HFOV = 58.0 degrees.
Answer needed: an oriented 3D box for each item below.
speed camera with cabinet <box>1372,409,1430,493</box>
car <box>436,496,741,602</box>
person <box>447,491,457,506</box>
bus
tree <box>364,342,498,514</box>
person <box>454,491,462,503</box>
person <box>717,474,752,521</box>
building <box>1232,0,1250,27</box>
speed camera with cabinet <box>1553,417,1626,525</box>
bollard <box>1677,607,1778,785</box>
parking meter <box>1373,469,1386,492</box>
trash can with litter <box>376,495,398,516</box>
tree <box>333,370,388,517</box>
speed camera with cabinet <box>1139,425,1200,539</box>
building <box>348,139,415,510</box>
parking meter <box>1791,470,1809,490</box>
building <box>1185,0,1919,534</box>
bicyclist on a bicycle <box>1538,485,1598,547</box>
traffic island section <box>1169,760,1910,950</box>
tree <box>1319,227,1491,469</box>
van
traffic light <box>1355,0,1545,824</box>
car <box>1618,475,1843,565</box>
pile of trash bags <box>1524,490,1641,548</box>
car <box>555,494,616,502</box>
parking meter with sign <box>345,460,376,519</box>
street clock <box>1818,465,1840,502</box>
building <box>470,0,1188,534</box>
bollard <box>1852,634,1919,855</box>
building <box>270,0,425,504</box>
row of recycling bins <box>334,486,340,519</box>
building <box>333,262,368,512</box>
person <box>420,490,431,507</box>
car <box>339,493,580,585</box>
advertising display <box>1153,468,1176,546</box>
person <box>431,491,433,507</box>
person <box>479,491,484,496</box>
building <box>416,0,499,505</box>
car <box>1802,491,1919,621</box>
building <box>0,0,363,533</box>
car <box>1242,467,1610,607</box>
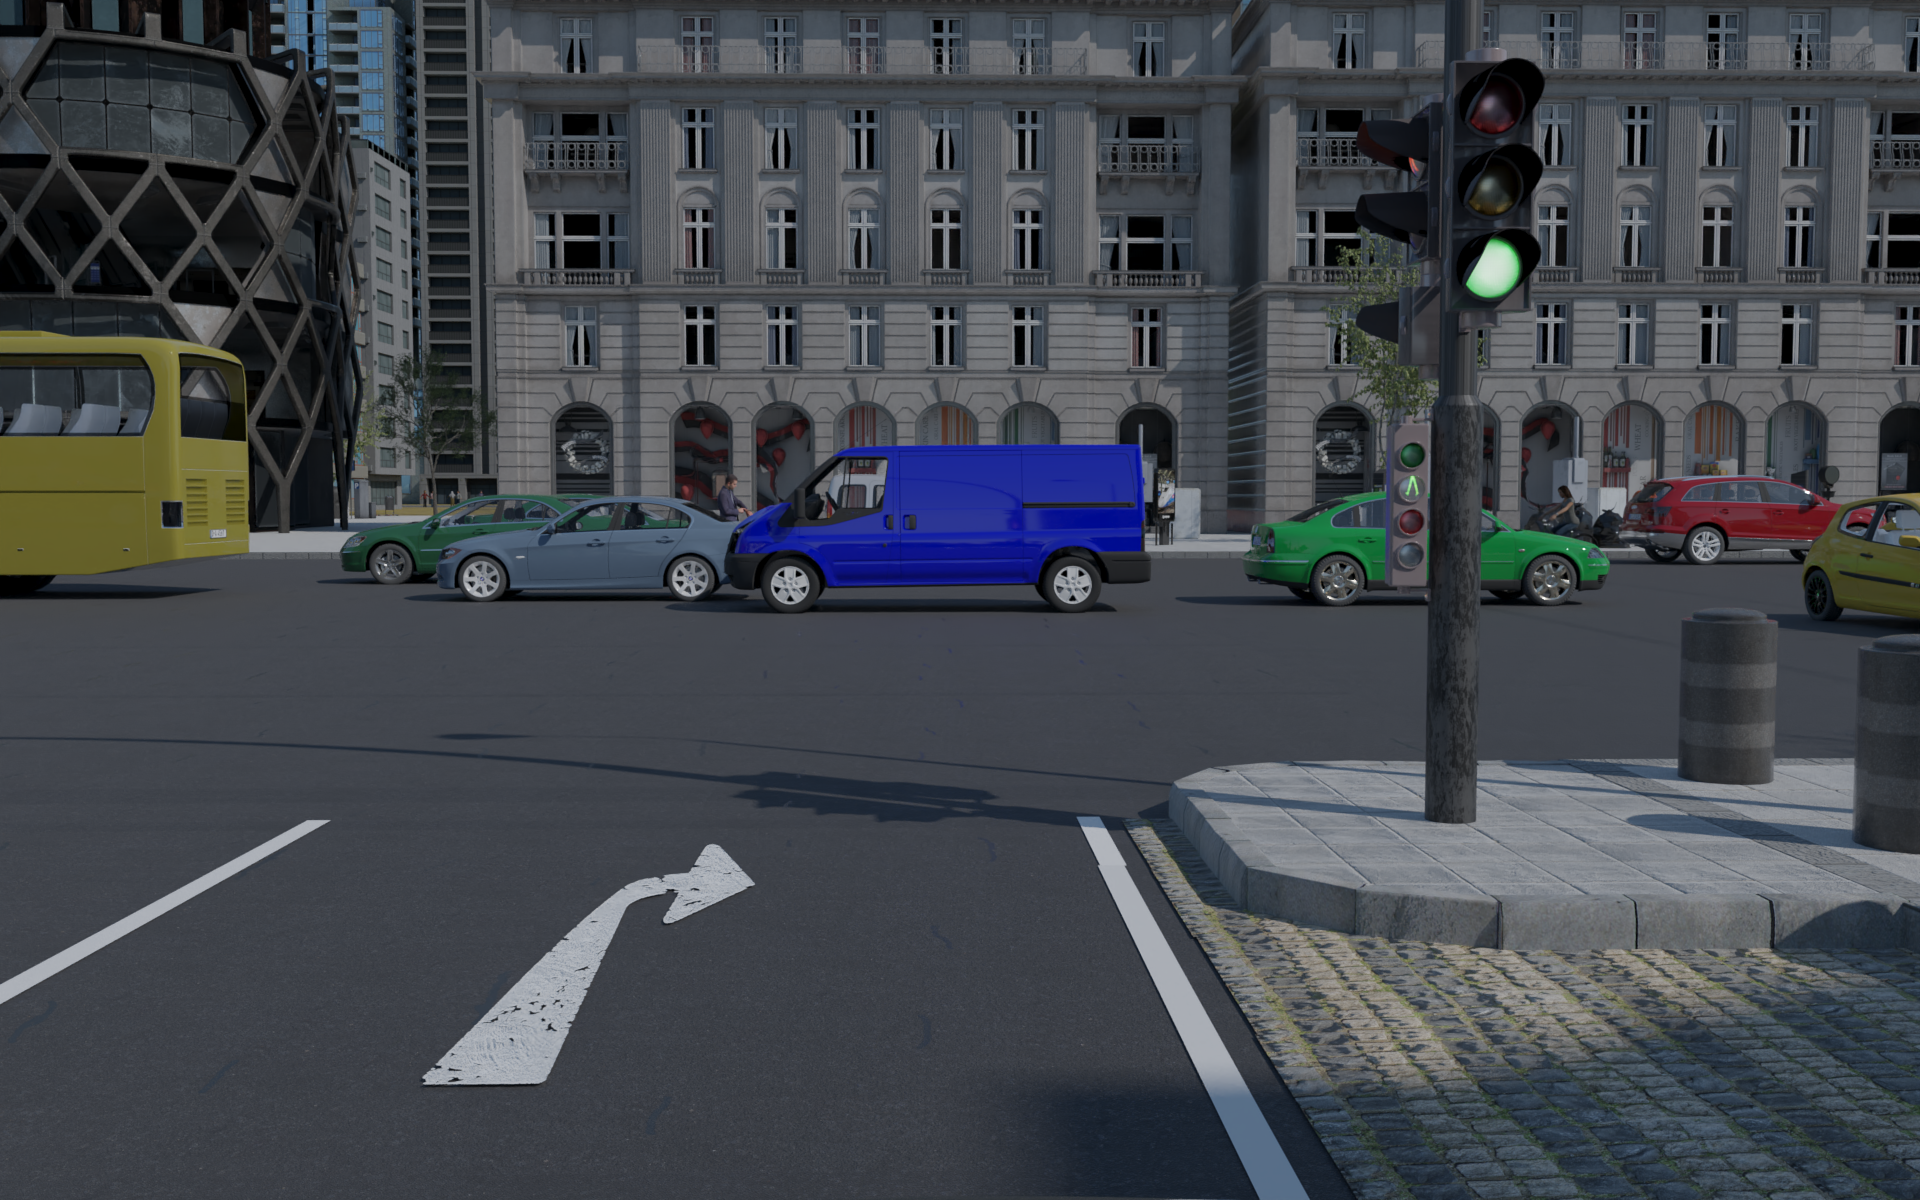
[{"bbox_3d":[10.523,-2.860,41.095,0.660,3.252,2.038,-1,4,-16],"label":"speed camera with cabinet"},{"bbox_3d":[-4.875,-0.721,23.798,4.499,1.417,2.014,0,4,-2],"label":"car"},{"bbox_3d":[-54.214,-10.752,185.027,1.217,1.736,0.721,0,4,2],"label":"person"},{"bbox_3d":[-16.621,-2.007,24.353,12.252,3.916,2.896,0,4,-1],"label":"bus"},{"bbox_3d":[-32.027,-10.472,105.625,8.767,10.594,7.601,-1,4,-13],"label":"tree"},{"bbox_3d":[-50.300,-10.041,173.460,1.217,1.735,0.721,3,4,38],"label":"person"},{"bbox_3d":[-3.775,-1.238,29.190,0.568,1.767,0.683,0,4,6],"label":"person"},{"bbox_3d":[23.050,-28.587,117.511,14.600,45.320,14.200,0,4,-1],"label":"building"},{"bbox_3d":[16.327,-3.092,44.895,2.038,3.252,0.660,-2,4,-26],"label":"speed camera with cabinet"},{"bbox_3d":[3.457,0.423,7.805,0.404,0.777,0.398,0,3,0],"label":"bollard"},{"bbox_3d":[9.748,-2.106,40.138,0.255,1.863,0.399,3,4,37],"label":"parking meter"},{"bbox_3d":[-33.573,-5.481,100.669,2.233,1.210,1.678,-3,5,-45],"label":"trash can with litter"},{"bbox_3d":[-33.878,-8.896,95.807,4.737,8.622,4.395,0,3,0],"label":"tree"},{"bbox_3d":[5.822,-3.377,49.544,2.038,3.252,0.660,0,4,-2],"label":"speed camera with cabinet"},{"bbox_3d":[-53.545,-22.752,143.691,14.107,30.474,14.160,0,4,-1],"label":"building"},{"bbox_3d":[20.347,-2.222,42.042,0.399,1.863,0.255,3,4,38],"label":"parking meter"},{"bbox_3d":[20.916,-13.320,59.582,24.055,21.916,13.314,0,4,-1],"label":"building"},{"bbox_3d":[12.335,-1.562,35.554,1.625,1.676,1.499,0,4,-3],"label":"bicyclist on a bicycle"},{"bbox_3d":[1.947,0.944,6.852,2.009,0.180,2.903,0,4,-1],"label":"traffic island section"},{"bbox_3d":[11.349,-5.776,44.796,4.737,8.622,4.395,0,3,0],"label":"tree"},{"bbox_3d":[-0.303,-1.054,21.611,5.245,2.365,2.240,0,4,-2],"label":"van"},{"bbox_3d":[-0.182,-1.950,6.545,4.771,5.953,1.251,0,4,-1],"label":"traffic light"},{"bbox_3d":[16.448,-1.663,35.864,5.304,1.827,2.281,0,4,-3],"label":"car"},{"bbox_3d":[15.288,-1.944,41.533,3.447,1.369,1.912,-1,4,-22],"label":"pile of trash bags"},{"bbox_3d":[-6.504,-1.211,31.597,4.920,1.459,2.131,0,4,-2],"label":"car"},{"bbox_3d":[-31.069,-5.729,89.927,0.543,3.016,1.738,1,4,21],"label":"parking meter with sign"},{"bbox_3d":[22.007,-2.406,43.911,0.471,2.002,0.358,-1,4,-18],"label":"street clock"},{"bbox_3d":[-3.160,-13.354,60.142,24.055,21.916,13.314,0,4,-1],"label":"building"},{"bbox_3d":[3.489,0.514,6.317,0.404,0.777,0.398,0,3,0],"label":"bollard"},{"bbox_3d":[-81.893,-55.505,220.177,31.000,86.520,22.319,0,4,-1],"label":"building"},{"bbox_3d":[-32.822,-5.125,90.901,1.069,1.692,3.534,-1,4,-21],"label":"row of recycling bins"},{"bbox_3d":[-58.355,-16.575,116.048,27.650,21.520,28.899,0,4,-1],"label":"building"},{"bbox_3d":[-55.549,-10.483,179.859,0.705,1.831,1.348,3,4,37],"label":"person"},{"bbox_3d":[-7.605,-1.009,28.300,4.920,1.459,2.131,0,4,-2],"label":"car"},{"bbox_3d":[5.126,-2.337,43.417,0.123,1.923,0.974,2,4,34],"label":"advertising display"},{"bbox_3d":[-51.680,-9.823,169.819,0.721,1.736,1.217,-1,4,-17],"label":"person"},{"bbox_3d":[-48.803,-10.277,176.982,0.568,1.767,0.683,2,4,29],"label":"person"},{"bbox_3d":[-55.871,-47.793,219.669,20.611,71.187,20.563,0,4,-1],"label":"building"},{"bbox_3d":[10.568,-0.490,18.239,2.015,1.641,3.980,0,4,-1],"label":"car"},{"bbox_3d":[-29.880,-11.773,59.945,16.811,18.784,16.820,0,4,-1],"label":"building"},{"bbox_3d":[6.135,-0.860,22.862,4.718,1.807,1.959,0,4,-1],"label":"car"}]
